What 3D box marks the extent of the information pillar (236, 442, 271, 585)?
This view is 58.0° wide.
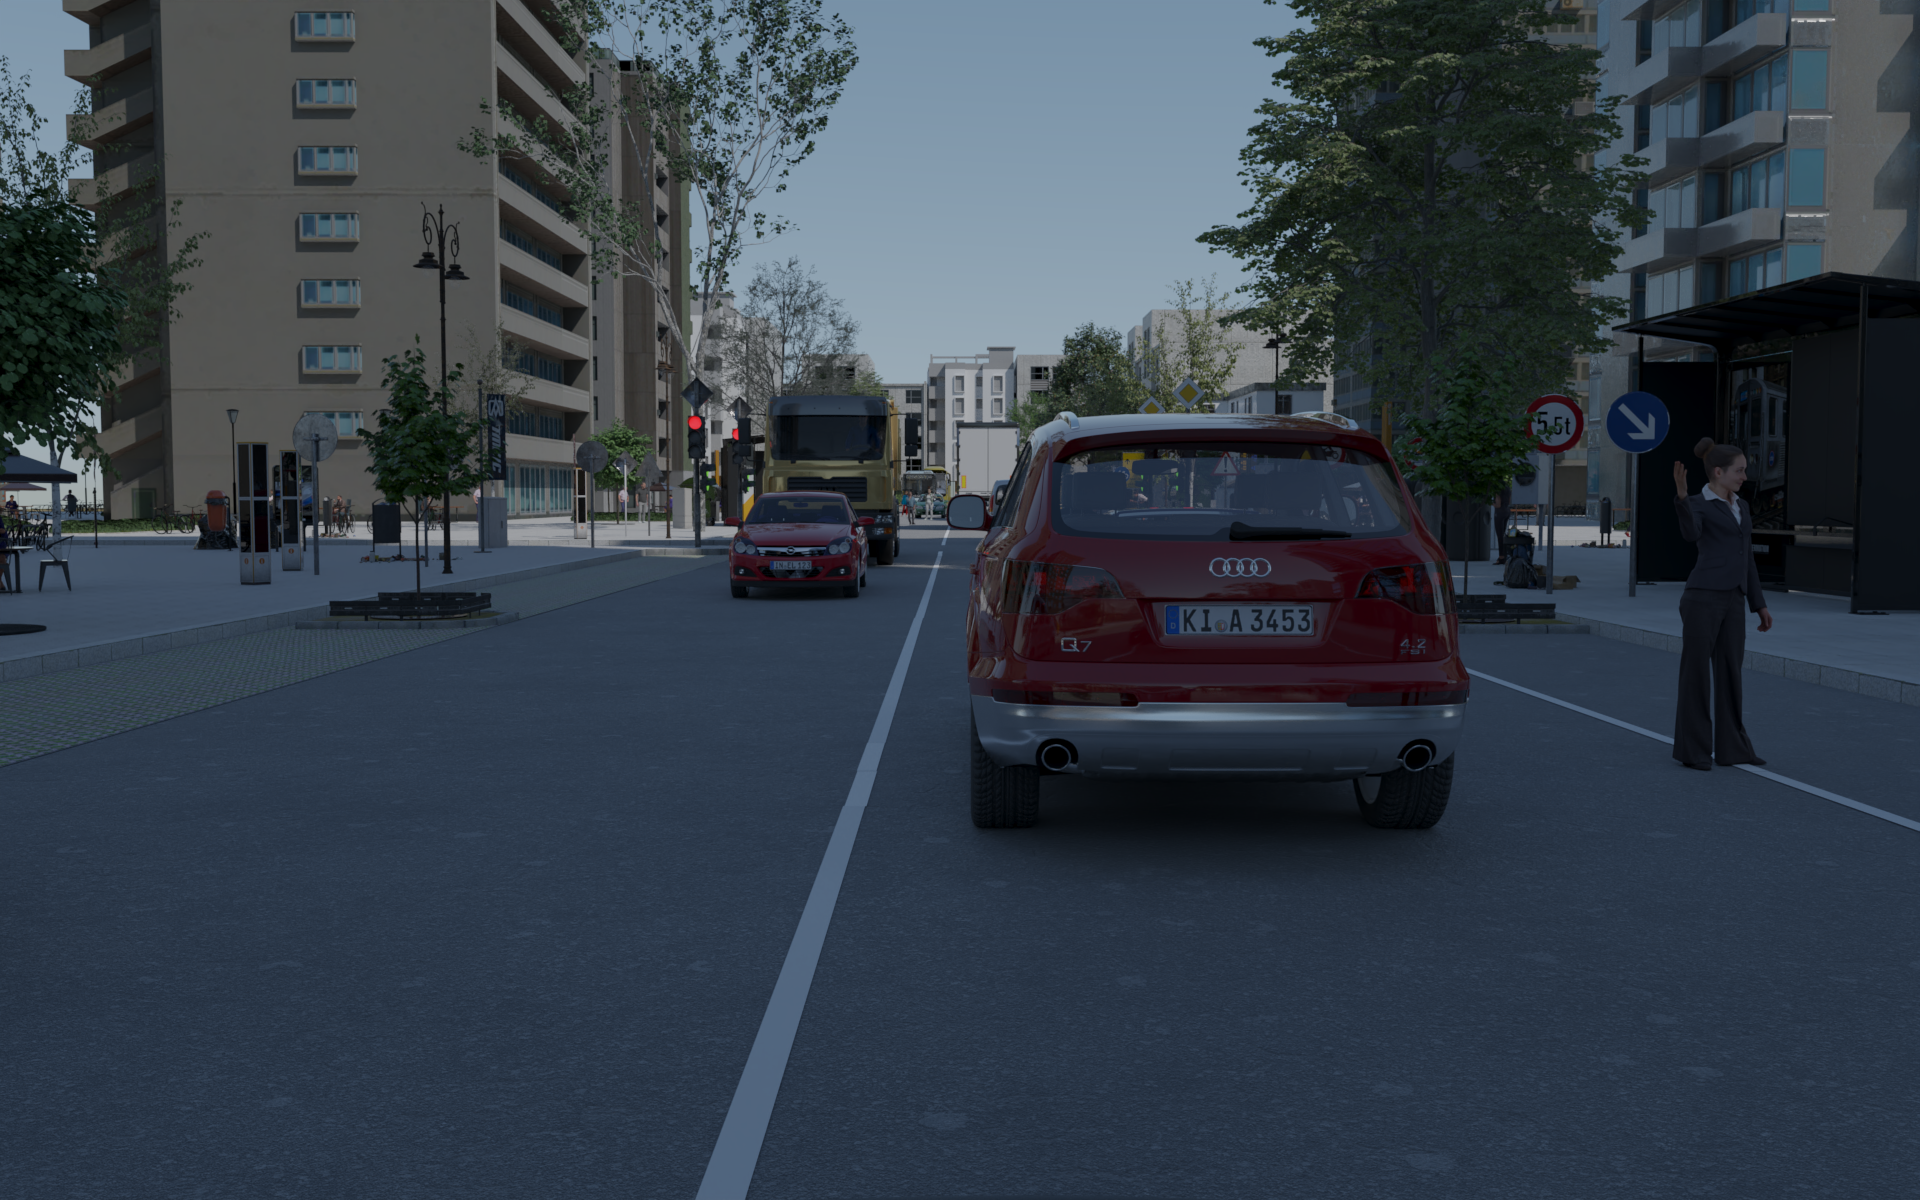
[{"bbox_3d":[-9.977,-1.222,24.478,0.304,2.012,0.304,2,4,30],"label":"information pillar"}]

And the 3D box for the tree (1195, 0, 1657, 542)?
[{"bbox_3d":[7.943,-6.840,29.963,7.486,12.596,7.792,0,3,0],"label":"tree"}]

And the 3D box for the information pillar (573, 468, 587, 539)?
[{"bbox_3d":[-10.768,-2.728,49.087,0.304,2.012,0.304,-2,4,-31],"label":"information pillar"}]

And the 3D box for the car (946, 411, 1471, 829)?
[{"bbox_3d":[1.058,-0.017,8.958,2.281,1.827,5.304,0,4,1],"label":"car"}]

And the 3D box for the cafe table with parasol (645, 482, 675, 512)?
[{"bbox_3d":[-17.679,-5.964,102.373,2.610,1.966,2.610,-1,4,-10],"label":"cafe table with parasol"}]

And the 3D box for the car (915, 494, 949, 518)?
[{"bbox_3d":[-1.729,-5.629,103.831,2.131,1.459,4.920,0,4,2],"label":"car"}]

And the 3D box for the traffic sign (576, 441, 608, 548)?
[{"bbox_3d":[-8.769,-2.518,41.283,0.768,2.556,0.104,0,4,1],"label":"traffic sign"}]

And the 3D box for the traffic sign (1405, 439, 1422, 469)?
[{"bbox_3d":[10.257,-2.355,38.611,0.768,2.556,0.104,1,4,9],"label":"traffic sign"}]

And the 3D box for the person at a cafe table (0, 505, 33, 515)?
[{"bbox_3d":[-45.457,-4.376,82.405,1.726,1.238,1.698,1,4,17],"label":"person at a cafe table"}]

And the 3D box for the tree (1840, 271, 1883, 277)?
[{"bbox_3d":[29.789,-6.502,56.662,4.360,8.622,3.978,0,3,0],"label":"tree"}]

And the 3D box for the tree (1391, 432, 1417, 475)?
[{"bbox_3d":[21.460,-5.999,81.798,4.285,4.588,4.351,0,3,0],"label":"tree"}]

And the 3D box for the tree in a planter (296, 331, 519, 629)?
[{"bbox_3d":[-6.008,-1.339,19.114,1.991,3.239,1.994,0,3,0],"label":"tree in a planter"}]

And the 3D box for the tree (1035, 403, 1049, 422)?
[{"bbox_3d":[7.660,-11.473,137.948,4.360,8.622,3.978,0,3,0],"label":"tree"}]

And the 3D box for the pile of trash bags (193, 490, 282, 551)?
[{"bbox_3d":[-16.893,-1.868,40.289,1.912,1.369,3.447,-1,4,-10],"label":"pile of trash bags"}]

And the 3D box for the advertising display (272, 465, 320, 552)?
[{"bbox_3d":[-14.782,-2.040,38.566,0.974,1.923,0.123,-3,4,-36],"label":"advertising display"}]

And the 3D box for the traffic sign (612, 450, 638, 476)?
[{"bbox_3d":[-10.078,-3.205,52.133,0.795,2.593,0.064,0,4,5],"label":"traffic sign"}]

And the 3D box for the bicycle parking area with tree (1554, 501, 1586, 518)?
[{"bbox_3d":[36.960,-6.574,94.486,8.231,4.147,9.016,-2,4,-33],"label":"bicycle parking area with tree"}]

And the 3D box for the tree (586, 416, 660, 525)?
[{"bbox_3d":[-14.352,-5.461,72.993,4.285,4.588,4.351,0,3,0],"label":"tree"}]

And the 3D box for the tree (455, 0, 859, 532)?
[{"bbox_3d":[-10.104,-12.444,59.345,12.611,20.169,13.585,0,3,0],"label":"tree"}]

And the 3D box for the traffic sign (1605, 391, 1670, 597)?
[{"bbox_3d":[8.400,-1.312,21.563,0.768,2.556,0.104,0,4,7],"label":"traffic sign"}]

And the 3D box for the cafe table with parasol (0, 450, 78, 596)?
[{"bbox_3d":[-12.530,-1.076,22.461,2.610,1.966,2.610,2,4,27],"label":"cafe table with parasol"}]

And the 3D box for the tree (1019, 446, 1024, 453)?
[{"bbox_3d":[8.190,-14.422,186.159,4.360,8.622,3.978,0,3,0],"label":"tree"}]

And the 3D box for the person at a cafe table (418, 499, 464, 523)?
[{"bbox_3d":[-23.414,-4.070,77.403,1.726,1.238,1.698,1,4,19],"label":"person at a cafe table"}]

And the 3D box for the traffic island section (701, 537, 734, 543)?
[{"bbox_3d":[-6.331,-1.677,49.702,2.009,0.180,2.903,0,3,0],"label":"traffic island section"}]

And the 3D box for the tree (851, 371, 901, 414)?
[{"bbox_3d":[-8.831,-14.777,159.738,7.486,12.596,7.792,0,3,0],"label":"tree"}]

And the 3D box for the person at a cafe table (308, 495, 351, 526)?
[{"bbox_3d":[-25.586,-3.629,70.201,1.726,1.238,1.698,-3,5,-41],"label":"person at a cafe table"}]

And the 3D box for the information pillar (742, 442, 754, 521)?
[{"bbox_3d":[-8.231,-4.634,67.124,0.504,3.616,0.183,-3,5,-44],"label":"information pillar"}]

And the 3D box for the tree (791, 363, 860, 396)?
[{"bbox_3d":[-9.208,-11.280,118.834,7.601,10.594,8.767,-2,4,-25],"label":"tree"}]

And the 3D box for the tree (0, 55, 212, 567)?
[{"bbox_3d":[-15.580,-4.880,30.158,4.737,8.622,4.395,0,3,0],"label":"tree"}]

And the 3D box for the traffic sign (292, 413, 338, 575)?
[{"bbox_3d":[-10.187,-1.666,27.352,0.768,2.556,0.104,1,4,9],"label":"traffic sign"}]

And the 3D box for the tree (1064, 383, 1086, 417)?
[{"bbox_3d":[7.755,-8.494,89.240,4.737,8.622,4.395,0,3,0],"label":"tree"}]

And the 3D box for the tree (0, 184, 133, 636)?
[{"bbox_3d":[-9.253,-1.963,15.811,4.285,4.588,4.351,0,3,0],"label":"tree"}]

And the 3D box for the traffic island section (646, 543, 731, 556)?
[{"bbox_3d":[-6.333,-1.189,41.716,2.009,0.180,2.903,0,3,0],"label":"traffic island section"}]

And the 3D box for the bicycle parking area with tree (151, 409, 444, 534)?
[{"bbox_3d":[-22.006,-4.367,58.396,8.231,4.147,9.016,1,4,14],"label":"bicycle parking area with tree"}]

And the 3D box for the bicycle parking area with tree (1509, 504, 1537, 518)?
[{"bbox_3d":[26.807,-6.683,96.277,9.016,4.147,8.231,0,4,-2],"label":"bicycle parking area with tree"}]

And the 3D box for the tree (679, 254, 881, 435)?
[{"bbox_3d":[-9.181,-10.932,89.114,12.009,13.543,11.850,0,3,0],"label":"tree"}]

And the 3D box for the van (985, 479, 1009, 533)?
[{"bbox_3d":[1.617,-2.669,50.642,2.013,2.044,4.112,0,4,1],"label":"van"}]

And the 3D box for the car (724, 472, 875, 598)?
[{"bbox_3d":[-2.302,-0.993,25.282,2.155,1.783,4.494,0,4,-1],"label":"car"}]

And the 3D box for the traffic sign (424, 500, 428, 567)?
[{"bbox_3d":[-9.375,-1.728,30.384,0.606,2.300,0.079,0,4,7],"label":"traffic sign"}]

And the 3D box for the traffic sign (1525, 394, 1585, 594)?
[{"bbox_3d":[7.555,-1.347,22.124,0.768,2.556,0.104,0,4,8],"label":"traffic sign"}]

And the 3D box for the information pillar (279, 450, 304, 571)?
[{"bbox_3d":[-11.149,-1.492,28.892,0.304,2.012,0.304,-1,4,-12],"label":"information pillar"}]

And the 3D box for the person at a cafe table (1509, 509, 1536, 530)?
[{"bbox_3d":[19.431,-3.132,62.062,1.726,1.238,1.698,0,4,-8],"label":"person at a cafe table"}]

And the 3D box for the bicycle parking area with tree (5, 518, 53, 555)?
[{"bbox_3d":[-23.162,-2.942,35.110,8.231,4.147,9.016,0,4,-1],"label":"bicycle parking area with tree"}]

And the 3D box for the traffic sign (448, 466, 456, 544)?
[{"bbox_3d":[-11.228,-2.316,37.965,0.768,2.556,0.104,0,4,7],"label":"traffic sign"}]

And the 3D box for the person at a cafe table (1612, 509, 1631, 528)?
[{"bbox_3d":[25.400,-3.305,64.899,1.698,1.238,1.726,-1,4,-17],"label":"person at a cafe table"}]

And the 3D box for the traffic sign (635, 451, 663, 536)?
[{"bbox_3d":[-9.477,-3.226,52.748,0.884,2.594,0.081,0,4,3],"label":"traffic sign"}]

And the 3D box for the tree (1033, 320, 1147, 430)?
[{"bbox_3d":[8.817,-12.051,114.043,9.611,12.733,9.660,0,3,0],"label":"tree"}]

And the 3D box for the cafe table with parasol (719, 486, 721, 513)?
[{"bbox_3d":[-16.626,-7.242,123.268,2.610,1.966,2.610,0,4,3],"label":"cafe table with parasol"}]

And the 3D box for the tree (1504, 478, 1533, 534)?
[{"bbox_3d":[17.917,-3.712,55.298,1.663,3.219,1.824,0,3,0],"label":"tree"}]

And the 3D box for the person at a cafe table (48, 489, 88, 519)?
[{"bbox_3d":[-46.412,-4.999,90.247,1.698,1.524,1.622,-3,4,-38],"label":"person at a cafe table"}]

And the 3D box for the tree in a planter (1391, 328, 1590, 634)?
[{"bbox_3d":[5.477,-1.311,18.661,1.991,3.239,1.994,0,3,0],"label":"tree in a planter"}]

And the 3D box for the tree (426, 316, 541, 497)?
[{"bbox_3d":[-19.359,-7.359,70.683,4.360,8.622,3.978,0,3,0],"label":"tree"}]

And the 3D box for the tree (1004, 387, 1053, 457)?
[{"bbox_3d":[8.245,-14.798,167.702,9.928,11.665,9.643,0,3,0],"label":"tree"}]

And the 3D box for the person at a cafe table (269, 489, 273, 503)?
[{"bbox_3d":[-31.577,-4.302,78.857,1.622,1.524,1.698,0,4,-1],"label":"person at a cafe table"}]

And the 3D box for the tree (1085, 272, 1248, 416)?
[{"bbox_3d":[7.479,-6.550,57.458,4.737,8.622,4.395,0,3,0],"label":"tree"}]

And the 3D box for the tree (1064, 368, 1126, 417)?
[{"bbox_3d":[7.963,-9.111,99.321,4.360,8.622,3.978,0,3,0],"label":"tree"}]
